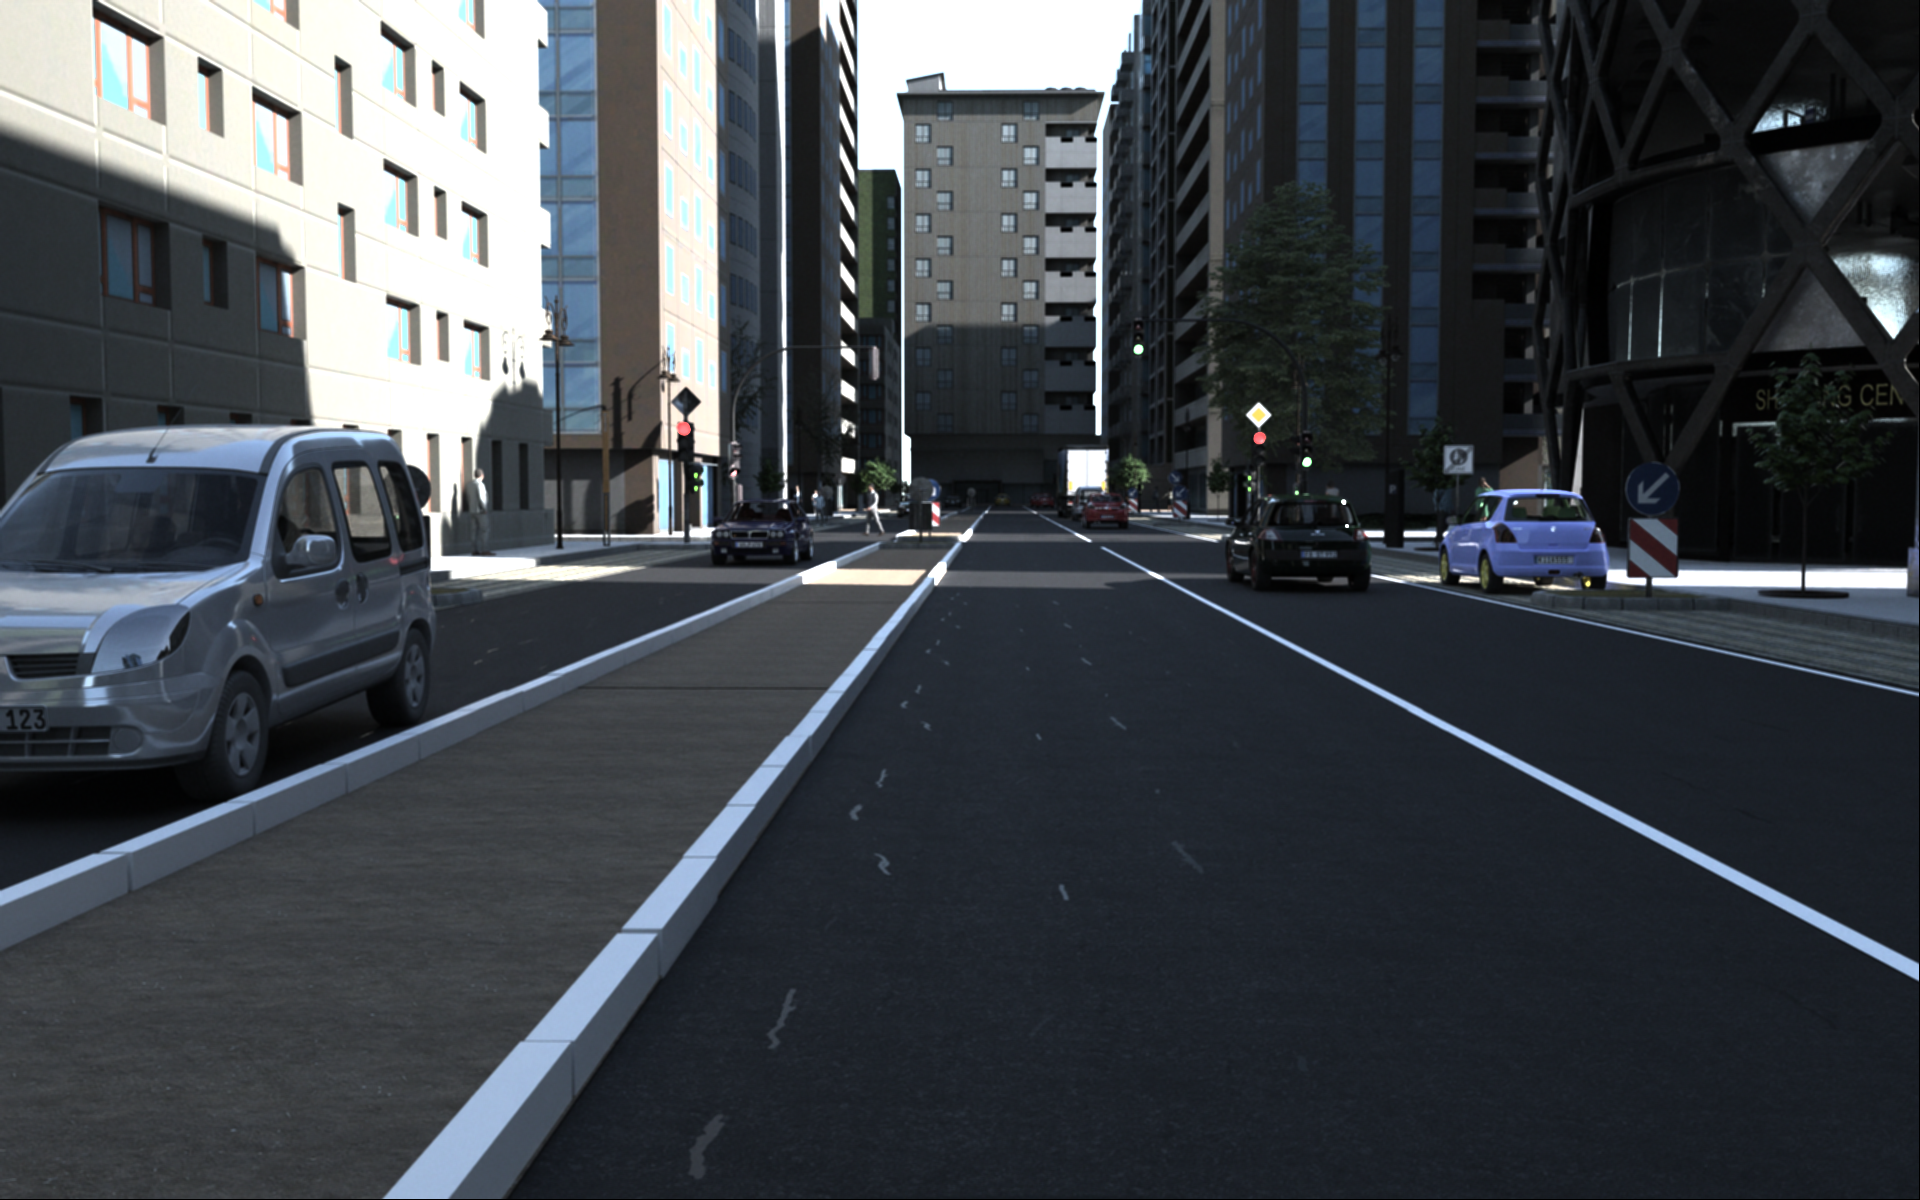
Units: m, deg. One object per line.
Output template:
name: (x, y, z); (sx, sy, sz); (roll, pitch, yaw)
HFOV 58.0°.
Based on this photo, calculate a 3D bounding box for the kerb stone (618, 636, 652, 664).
kerb stone: (-2.829, 0.447, 14.895); (0.120, 0.150, 1.000); (0, 4, 1)

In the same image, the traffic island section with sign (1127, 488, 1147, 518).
traffic island section with sign: (10.327, -5.905, 105.177); (1.989, 1.847, 2.006); (0, 4, 1)

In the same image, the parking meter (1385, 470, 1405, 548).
parking meter: (10.395, -2.183, 41.405); (0.255, 1.863, 0.399); (-3, 5, -43)

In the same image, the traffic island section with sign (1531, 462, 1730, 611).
traffic island section with sign: (8.435, -0.824, 22.099); (1.989, 1.847, 2.006); (0, 4, 1)

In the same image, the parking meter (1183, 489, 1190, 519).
parking meter: (11.492, -4.863, 87.920); (0.372, 1.533, 0.369); (0, 3, 0)

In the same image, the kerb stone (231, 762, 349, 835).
kerb stone: (-2.988, 0.885, 7.728); (0.120, 0.150, 1.000); (0, 4, 1)

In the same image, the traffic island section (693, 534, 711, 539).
traffic island section: (-7.006, -1.907, 53.456); (2.009, 0.180, 2.903); (0, 4, 1)

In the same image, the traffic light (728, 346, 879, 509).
traffic light: (-4.873, -4.810, 53.308); (4.771, 5.953, 1.251); (0, 4, 1)

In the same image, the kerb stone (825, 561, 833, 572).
kerb stone: (-2.448, -0.558, 31.320); (0.120, 0.150, 1.000); (0, 4, 1)

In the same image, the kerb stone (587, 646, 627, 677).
kerb stone: (-2.857, 0.509, 13.873); (0.120, 0.150, 1.000); (0, 4, 1)

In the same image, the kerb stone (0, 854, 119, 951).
kerb stone: (-3.041, 1.010, 5.681); (0.120, 0.150, 1.000); (0, 4, 1)

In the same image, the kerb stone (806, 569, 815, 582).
kerb stone: (-2.518, -0.366, 28.236); (0.120, 0.150, 1.000); (0, 4, 1)

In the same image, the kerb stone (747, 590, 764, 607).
kerb stone: (-2.664, 0.008, 22.064); (0.120, 0.150, 1.000); (0, 4, 1)

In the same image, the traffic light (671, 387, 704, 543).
traffic light: (-7.149, -3.451, 45.337); (0.839, 4.253, 0.868); (0, 4, 1)

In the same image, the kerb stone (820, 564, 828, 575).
kerb stone: (-2.471, -0.495, 30.292); (0.120, 0.150, 1.000); (0, 4, 1)

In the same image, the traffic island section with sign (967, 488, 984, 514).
traffic island section with sign: (0.819, -7.337, 128.091); (2.006, 1.907, 1.989); (0, 4, 1)

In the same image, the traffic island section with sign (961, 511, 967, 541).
traffic island section with sign: (-0.889, -2.742, 52.972); (2.006, 1.907, 1.989); (0, 4, 1)

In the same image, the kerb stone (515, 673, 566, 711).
kerb stone: (-2.896, 0.641, 11.827); (0.120, 0.150, 1.000); (0, 4, 1)

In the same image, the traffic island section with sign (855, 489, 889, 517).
traffic island section with sign: (-5.436, -6.045, 107.467); (1.989, 1.847, 2.006); (0, 4, 1)

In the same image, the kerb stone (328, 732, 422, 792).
kerb stone: (-2.960, 0.822, 8.750); (0.120, 0.150, 1.000); (0, 4, 1)

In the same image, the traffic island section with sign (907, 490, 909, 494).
traffic island section with sign: (-4.355, -8.964, 155.181); (1.989, 1.847, 2.006); (0, 4, 1)

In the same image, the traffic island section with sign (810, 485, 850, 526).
traffic island section with sign: (-6.086, -4.326, 79.359); (1.989, 1.847, 2.006); (0, 4, 1)

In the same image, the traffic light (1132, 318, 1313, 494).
traffic light: (6.815, -4.295, 44.894); (4.771, 5.953, 1.251); (0, 4, 1)

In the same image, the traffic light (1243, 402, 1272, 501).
traffic light: (9.091, -3.917, 52.970); (0.839, 4.253, 0.868); (0, 4, 1)

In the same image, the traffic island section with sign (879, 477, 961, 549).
traffic island section with sign: (-1.068, -2.289, 45.567); (2.006, 1.907, 1.989); (0, 4, 1)

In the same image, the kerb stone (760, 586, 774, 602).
kerb stone: (-2.640, -0.050, 23.095); (0.120, 0.150, 1.000); (0, 4, 1)

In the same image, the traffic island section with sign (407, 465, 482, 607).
traffic island section with sign: (-7.386, -0.858, 22.661); (1.989, 1.847, 2.006); (0, 4, 1)

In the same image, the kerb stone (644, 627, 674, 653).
kerb stone: (-2.804, 0.384, 15.920); (0.120, 0.150, 1.000); (0, 4, 1)

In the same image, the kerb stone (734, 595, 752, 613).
kerb stone: (-2.689, 0.071, 21.036); (0.120, 0.150, 1.000); (0, 4, 1)

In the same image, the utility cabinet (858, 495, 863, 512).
utility cabinet: (-7.014, -6.794, 122.240); (0.306, 1.237, 1.020); (-1, 4, -9)

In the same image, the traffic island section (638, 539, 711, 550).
traffic island section: (-7.189, -1.418, 45.473); (2.009, 0.180, 2.903); (0, 4, 1)

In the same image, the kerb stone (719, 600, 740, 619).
kerb stone: (-2.709, 0.133, 20.014); (0.120, 0.150, 1.000); (0, 4, 1)

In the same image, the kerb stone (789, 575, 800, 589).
kerb stone: (-2.572, -0.244, 26.179); (0.120, 0.150, 1.000); (0, 4, 1)

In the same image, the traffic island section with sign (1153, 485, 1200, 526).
traffic island section with sign: (9.702, -4.232, 77.824); (1.989, 1.847, 2.006); (0, 4, 1)

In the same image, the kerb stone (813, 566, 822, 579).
kerb stone: (-2.488, -0.433, 29.269); (0.120, 0.150, 1.000); (0, 4, 1)

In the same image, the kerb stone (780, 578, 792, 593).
kerb stone: (-2.589, -0.179, 25.138); (0.120, 0.150, 1.000); (0, 4, 1)

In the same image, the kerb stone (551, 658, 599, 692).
kerb stone: (-2.873, 0.572, 12.851); (0.120, 0.150, 1.000); (0, 4, 1)

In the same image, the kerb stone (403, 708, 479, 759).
kerb stone: (-2.937, 0.760, 9.771); (0.120, 0.150, 1.000); (0, 4, 1)

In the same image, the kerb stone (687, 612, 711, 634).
kerb stone: (-2.753, 0.258, 17.970); (0.120, 0.150, 1.000); (0, 4, 1)

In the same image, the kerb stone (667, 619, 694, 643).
kerb stone: (-2.776, 0.323, 16.946); (0.120, 0.150, 1.000); (0, 4, 1)

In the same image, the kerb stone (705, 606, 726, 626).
kerb stone: (-2.728, 0.198, 18.992); (0.120, 0.150, 1.000); (0, 4, 1)

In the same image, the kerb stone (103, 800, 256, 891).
kerb stone: (-3.012, 0.947, 6.707); (0.120, 0.150, 1.000); (0, 4, 1)

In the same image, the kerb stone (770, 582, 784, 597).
kerb stone: (-2.610, -0.117, 24.116); (0.120, 0.150, 1.000); (0, 4, 1)

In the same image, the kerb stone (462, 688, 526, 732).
kerb stone: (-2.922, 0.697, 10.799); (0.120, 0.150, 1.000); (0, 4, 1)

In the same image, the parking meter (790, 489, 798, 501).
parking meter: (-7.929, -4.546, 82.734); (0.372, 1.533, 0.369); (0, 3, 0)

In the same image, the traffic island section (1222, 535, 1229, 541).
traffic island section: (9.131, -1.884, 53.083); (2.009, 0.180, 2.903); (0, 4, 1)

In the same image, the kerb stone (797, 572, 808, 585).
kerb stone: (-2.547, -0.306, 27.211); (0.120, 0.150, 1.000); (0, 4, 1)
